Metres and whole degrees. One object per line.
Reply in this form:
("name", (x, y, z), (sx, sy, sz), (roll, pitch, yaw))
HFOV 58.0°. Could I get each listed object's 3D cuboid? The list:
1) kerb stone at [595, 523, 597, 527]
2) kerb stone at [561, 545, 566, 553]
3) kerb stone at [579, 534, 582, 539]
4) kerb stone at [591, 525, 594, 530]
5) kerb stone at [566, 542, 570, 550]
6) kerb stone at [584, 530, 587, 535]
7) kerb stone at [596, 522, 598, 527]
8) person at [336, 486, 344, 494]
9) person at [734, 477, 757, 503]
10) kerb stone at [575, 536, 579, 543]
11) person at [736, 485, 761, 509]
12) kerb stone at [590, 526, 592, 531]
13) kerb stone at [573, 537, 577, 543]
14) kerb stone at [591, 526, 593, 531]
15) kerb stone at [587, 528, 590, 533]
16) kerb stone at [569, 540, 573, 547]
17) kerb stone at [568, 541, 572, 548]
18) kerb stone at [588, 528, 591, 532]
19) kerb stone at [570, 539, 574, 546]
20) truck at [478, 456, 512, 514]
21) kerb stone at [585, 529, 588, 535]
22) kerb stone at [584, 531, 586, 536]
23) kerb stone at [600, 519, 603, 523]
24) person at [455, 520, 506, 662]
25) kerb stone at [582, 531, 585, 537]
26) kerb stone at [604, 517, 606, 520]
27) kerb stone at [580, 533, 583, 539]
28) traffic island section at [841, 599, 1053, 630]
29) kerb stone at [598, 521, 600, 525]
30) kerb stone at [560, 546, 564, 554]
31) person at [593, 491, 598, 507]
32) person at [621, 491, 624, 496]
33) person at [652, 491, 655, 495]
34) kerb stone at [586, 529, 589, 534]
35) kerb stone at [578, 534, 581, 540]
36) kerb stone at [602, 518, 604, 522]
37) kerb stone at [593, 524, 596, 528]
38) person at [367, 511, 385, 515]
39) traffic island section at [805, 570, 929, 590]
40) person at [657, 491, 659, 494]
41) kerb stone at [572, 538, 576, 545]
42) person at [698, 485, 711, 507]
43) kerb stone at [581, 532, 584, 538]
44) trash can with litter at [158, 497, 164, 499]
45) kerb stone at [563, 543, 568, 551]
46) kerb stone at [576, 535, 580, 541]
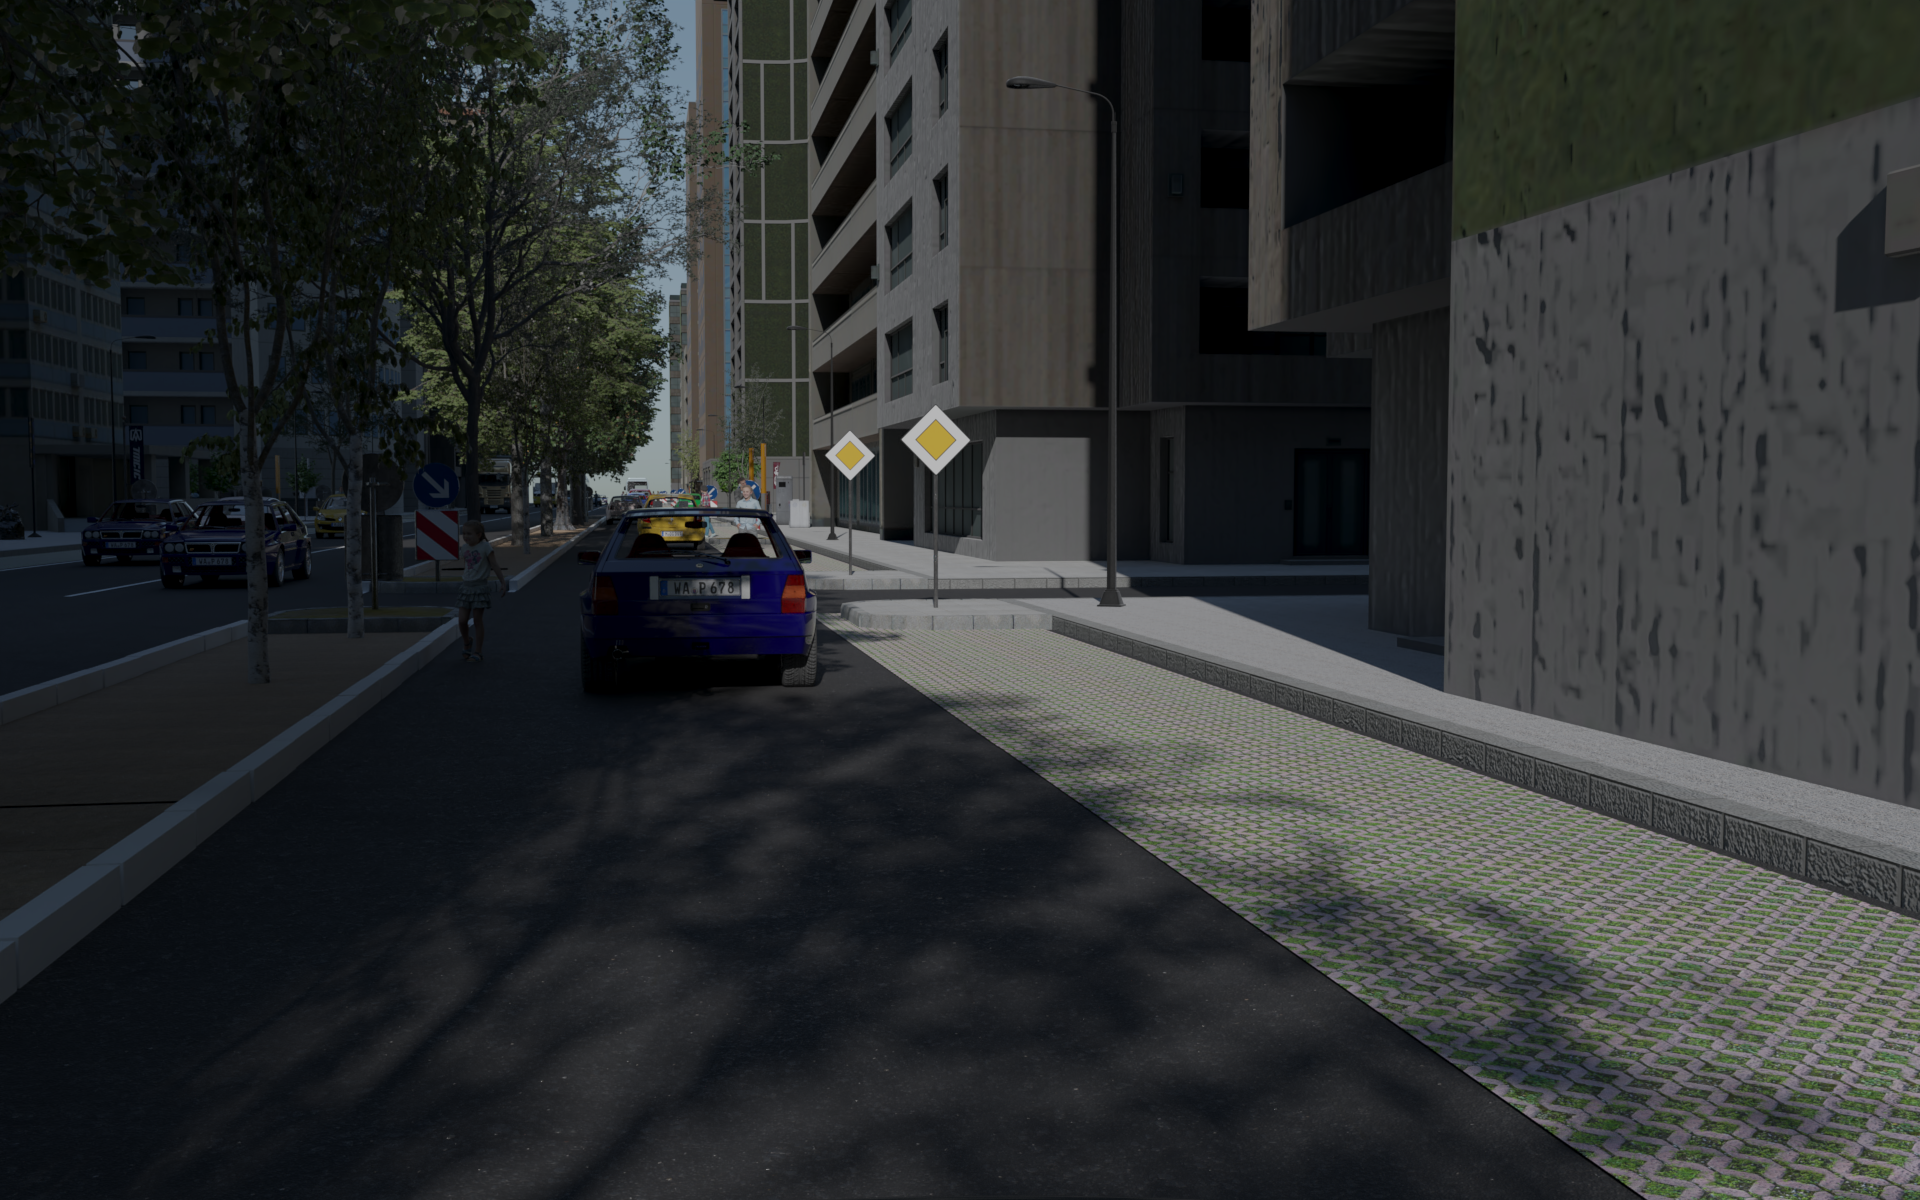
("kerb stone", (-14.959, -2.957, 70.538), (0.120, 0.150, 1.000), (-1, 4, -10))
("kerb stone", (-9.534, -1.163, 41.301), (0.120, 0.150, 1.000), (-1, 4, -10))
("kerb stone", (-11.589, -1.847, 52.392), (0.120, 0.150, 1.000), (-1, 4, -10))
("kerb stone", (-14.023, -2.647, 65.500), (0.120, 0.150, 1.000), (-1, 4, -10))
("kerb stone", (-9.906, -1.290, 43.317), (0.120, 0.150, 1.000), (-1, 4, -10))
("kerb stone", (-12.524, -2.154, 57.426), (0.120, 0.150, 1.000), (-1, 4, -10))
("kerb stone", (-15.331, -3.080, 72.559), (0.120, 0.150, 1.000), (-1, 4, -10))
("person", (-28.809, -4.405, 80.620), (0.635, 1.810, 0.391), (-1, 4, -19))
("person", (-5.237, -2.100, 42.636), (0.655, 1.846, 0.447), (-2, 4, -28))
("kerb stone", (-11.023, -1.662, 49.365), (0.120, 0.150, 1.000), (-1, 4, -10))
("person", (-3.929, -1.333, 32.099), (0.589, 1.601, 0.330), (1, 4, 15))
("kerb stone", (-13.650, -2.520, 63.490), (0.120, 0.150, 1.000), (-1, 4, -10))
("kerb stone", (-10.837, -1.600, 48.357), (0.120, 0.150, 1.000), (-1, 4, -10))
("kerb stone", (-13.832, -2.587, 64.496), (0.120, 0.150, 1.000), (-1, 4, -10))
("kerb stone", (-13.084, -2.341, 60.463), (0.120, 0.150, 1.000), (-1, 4, -10))
("kerb stone", (-10.273, -1.415, 45.328), (0.120, 0.150, 1.000), (-1, 4, -10))
("kerb stone", (-10.085, -1.353, 44.323), (0.120, 0.150, 1.000), (-1, 4, -10))
("kerb stone", (-13.280, -2.395, 61.473), (0.120, 0.150, 1.000), (-1, 4, -10))
("kerb stone", (-10.465, -1.477, 46.344), (0.120, 0.150, 1.000), (-1, 4, -10))
("truck", (-34.235, -8.536, 128.480), (2.839, 4.237, 11.283), (-1, 4, -11))
("kerb stone", (-12.711, -2.216, 58.431), (0.120, 0.150, 1.000), (-1, 4, -10))
("kerb stone", (-12.333, -2.091, 56.422), (0.120, 0.150, 1.000), (-1, 4, -10))
("kerb stone", (-16.827, -3.573, 80.607), (0.120, 0.150, 1.000), (-1, 4, -10))
("person", (-4.106, -0.085, 14.898), (0.505, 1.210, 0.382), (1, 4, 15))
("kerb stone", (-12.149, -2.028, 55.413), (0.120, 0.150, 1.000), (-1, 4, -10))
("kerb stone", (-18.141, -4.004, 87.663), (0.120, 0.150, 1.000), (-1, 4, -10))
("kerb stone", (-11.782, -1.906, 53.401), (0.120, 0.150, 1.000), (-1, 4, -10))
("traffic island section", (-0.254, 0.167, 19.553), (2.009, 0.180, 2.903), (-1, 4, -10))
("kerb stone", (-15.908, -3.263, 75.579), (0.120, 0.150, 1.000), (-1, 4, -10))
("kerb stone", (-9.348, -1.107, 40.295), (0.120, 0.150, 1.000), (-1, 4, -10))
("person", (-40.700, -11.311, 193.511), (0.705, 1.814, 1.350), (-3, 4, -37))
("person", (-32.130, -9.526, 165.194), (0.436, 1.711, 0.756), (0, 4, 4))
("person", (-40.568, -13.501, 229.252), (1.348, 1.823, 0.705), (0, 4, -6))
("kerb stone", (-12.902, -2.278, 59.450), (0.120, 0.150, 1.000), (-1, 4, -10))
("kerb stone", (-11.400, -1.784, 51.381), (0.120, 0.150, 1.000), (-1, 4, -10))
("kerb stone", (-17.393, -3.757, 83.629), (0.120, 0.150, 1.000), (-1, 4, -10))
("kerb stone", (-14.590, -2.833, 68.517), (0.120, 0.150, 1.000), (-1, 4, -10))
("person", (-10.397, -1.361, 30.933), (0.473, 1.802, 0.592), (0, 4, 2))
("traffic island section", (-1.713, -0.313, 27.404), (2.009, 0.180, 2.903), (-1, 4, -10))
("person", (-29.900, -9.957, 171.823), (1.217, 1.766, 0.721), (1, 4, 18))
("kerb stone", (-10.654, -1.534, 47.352), (0.120, 0.150, 1.000), (-1, 4, -10))
("person", (-8.283, -2.899, 56.743), (0.643, 1.720, 0.563), (-1, 4, -19))
("kerb stone", (-11.968, -1.970, 54.405), (0.120, 0.150, 1.000), (-1, 4, -10))
("trash can with litter", (-37.720, -4.355, 82.589), (1.055, 1.170, 0.624), (-2, 4, -34))
("kerb stone", (-9.710, -1.230, 42.314), (0.120, 0.150, 1.000), (-1, 4, -10))
("kerb stone", (-11.217, -1.724, 50.375), (0.120, 0.150, 1.000), (-1, 4, -10))
